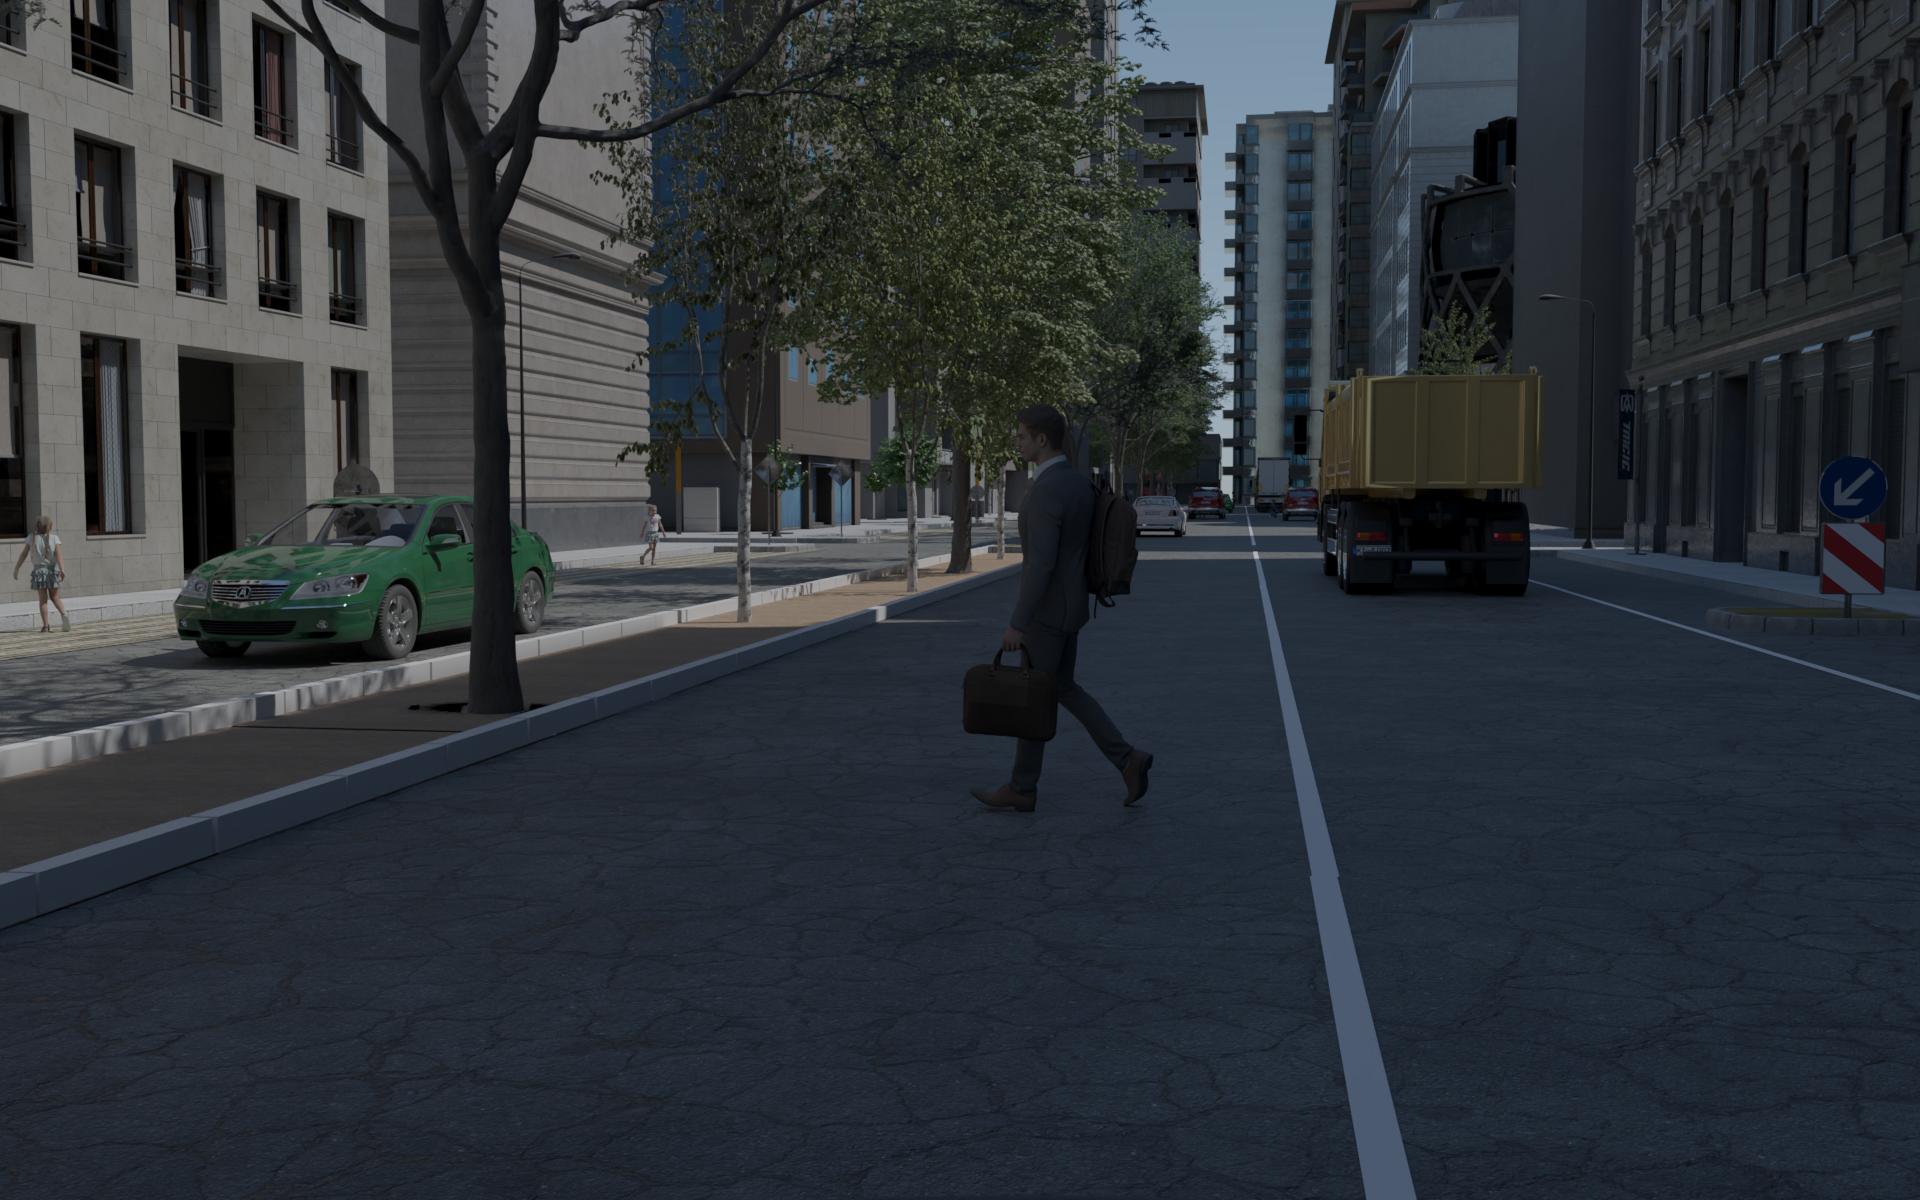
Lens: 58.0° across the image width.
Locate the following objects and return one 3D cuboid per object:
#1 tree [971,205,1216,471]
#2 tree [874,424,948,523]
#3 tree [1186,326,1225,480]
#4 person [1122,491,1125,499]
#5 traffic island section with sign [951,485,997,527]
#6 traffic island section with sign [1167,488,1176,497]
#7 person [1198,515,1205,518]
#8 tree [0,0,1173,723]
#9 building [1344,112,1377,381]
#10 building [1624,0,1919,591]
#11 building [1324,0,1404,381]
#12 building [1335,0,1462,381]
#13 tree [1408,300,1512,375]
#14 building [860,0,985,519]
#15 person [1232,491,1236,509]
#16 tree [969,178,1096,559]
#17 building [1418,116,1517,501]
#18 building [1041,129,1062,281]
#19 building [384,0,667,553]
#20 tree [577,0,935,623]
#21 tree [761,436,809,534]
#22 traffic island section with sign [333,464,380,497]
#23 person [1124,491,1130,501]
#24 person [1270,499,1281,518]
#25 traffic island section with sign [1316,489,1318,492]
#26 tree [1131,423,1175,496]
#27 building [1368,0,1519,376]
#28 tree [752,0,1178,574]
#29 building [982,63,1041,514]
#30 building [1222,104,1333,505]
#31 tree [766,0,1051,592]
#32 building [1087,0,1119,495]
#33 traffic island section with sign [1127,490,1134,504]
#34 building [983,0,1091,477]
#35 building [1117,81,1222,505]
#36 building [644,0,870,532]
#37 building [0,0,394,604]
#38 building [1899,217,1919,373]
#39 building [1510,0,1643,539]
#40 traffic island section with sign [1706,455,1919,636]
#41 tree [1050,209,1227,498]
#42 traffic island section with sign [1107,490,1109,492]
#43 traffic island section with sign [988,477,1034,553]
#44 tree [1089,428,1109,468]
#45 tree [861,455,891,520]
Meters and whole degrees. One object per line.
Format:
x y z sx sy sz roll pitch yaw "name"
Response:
3.760 -7.157 53.881 8.767 10.594 7.601 1 4 9 "tree"
-2.230 -5.773 78.109 4.285 4.588 4.351 0 3 0 "tree"
10.373 -10.594 93.804 7.486 12.596 7.792 0 3 0 "tree"
14.789 -9.004 156.452 0.721 1.736 1.217 0 4 -5 "person"
0.741 -4.112 75.863 1.989 1.847 2.006 1 4 9 "traffic island section with sign"
15.128 -7.109 124.375 2.006 1.907 1.989 1 4 9 "traffic island section with sign"
14.710 -5.902 105.205 0.606 1.804 0.583 -2 4 -29 "person"
-3.041 -5.993 10.809 12.009 13.543 11.850 0 3 0 "tree"
36.717 -22.117 133.315 14.160 30.474 14.107 1 4 9 "building"
18.716 -11.082 30.337 9.793 20.994 18.267 1 4 9 "building"
53.048 -36.184 180.844 28.713 52.752 27.495 1 4 9 "building"
44.997 -30.503 153.347 22.147 44.769 28.867 1 4 9 "building"
19.360 -7.126 66.879 4.737 8.622 4.395 0 3 0 "tree"
-6.614 -25.100 93.976 14.154 41.232 14.086 1 4 9 "building"
26.370 -9.601 166.196 0.721 1.743 1.217 1 4 15 "person"
0.912 -5.196 37.776 4.360 8.622 3.978 0 3 0 "tree"
30.735 -13.217 83.555 16.820 18.784 16.811 1 4 9 "building"
0.130 -22.165 134.091 14.160 30.474 14.107 1 4 9 "building"
-17.785 -12.950 40.605 19.941 23.489 11.050 1 4 9 "building"
-2.374 -4.062 19.228 4.360 8.622 3.978 0 3 0 "tree"
-5.920 -3.719 55.412 1.663 3.219 1.824 0 3 0 "tree"
-8.020 -0.833 22.245 1.989 1.847 2.006 1 4 9 "traffic island section with sign"
16.855 -10.129 174.833 0.721 1.735 1.217 -1 4 -18 "person"
19.238 -5.590 105.390 0.738 1.151 1.012 3 4 38 "person"
30.522 -8.597 149.181 1.989 1.847 2.006 1 4 9 "traffic island section with sign"
11.573 -9.066 101.055 4.360 8.622 3.978 0 3 0 "tree"
31.796 -20.130 106.618 11.434 29.767 29.804 1 4 9 "building"
-0.021 -6.769 31.250 7.486 12.596 7.792 0 3 0 "tree"
-2.619 -21.058 116.001 14.160 30.474 14.107 1 4 9 "building"
48.184 -36.421 215.086 30.456 49.044 23.786 1 4 9 "building"
-0.688 -4.396 24.686 4.737 8.622 4.395 0 3 0 "tree"
6.499 -46.025 190.757 20.611 71.187 20.563 1 4 9 "building"
17.795 -10.495 180.214 1.989 1.847 2.006 1 4 9 "traffic island section with sign"
3.595 -30.477 148.410 14.600 45.320 14.200 1 4 9 "building"
19.864 -38.774 223.199 27.495 52.752 28.713 1 4 9 "building"
-11.677 -25.372 64.943 14.600 45.320 14.200 1 4 9 "building"
-16.117 -10.201 21.541 10.420 20.320 16.860 1 4 9 "building"
16.497 -11.442 6.150 14.314 24.678 30.058 1 4 9 "building"
30.197 -15.821 52.177 24.014 27.812 14.314 1 4 9 "building"
9.185 -0.608 18.572 1.989 1.847 2.006 1 4 9 "traffic island section with sign"
5.817 -8.212 62.478 9.928 11.665 9.643 0 3 0 "tree"
13.272 -8.800 152.511 1.989 1.847 2.006 1 4 9 "traffic island section with sign"
1.817 -2.127 42.906 2.006 1.907 1.989 1 4 9 "traffic island section with sign"
13.729 -13.973 178.819 4.737 8.622 4.395 0 3 0 "tree"
-4.211 -5.603 86.202 1.663 3.219 1.824 0 3 0 "tree"
